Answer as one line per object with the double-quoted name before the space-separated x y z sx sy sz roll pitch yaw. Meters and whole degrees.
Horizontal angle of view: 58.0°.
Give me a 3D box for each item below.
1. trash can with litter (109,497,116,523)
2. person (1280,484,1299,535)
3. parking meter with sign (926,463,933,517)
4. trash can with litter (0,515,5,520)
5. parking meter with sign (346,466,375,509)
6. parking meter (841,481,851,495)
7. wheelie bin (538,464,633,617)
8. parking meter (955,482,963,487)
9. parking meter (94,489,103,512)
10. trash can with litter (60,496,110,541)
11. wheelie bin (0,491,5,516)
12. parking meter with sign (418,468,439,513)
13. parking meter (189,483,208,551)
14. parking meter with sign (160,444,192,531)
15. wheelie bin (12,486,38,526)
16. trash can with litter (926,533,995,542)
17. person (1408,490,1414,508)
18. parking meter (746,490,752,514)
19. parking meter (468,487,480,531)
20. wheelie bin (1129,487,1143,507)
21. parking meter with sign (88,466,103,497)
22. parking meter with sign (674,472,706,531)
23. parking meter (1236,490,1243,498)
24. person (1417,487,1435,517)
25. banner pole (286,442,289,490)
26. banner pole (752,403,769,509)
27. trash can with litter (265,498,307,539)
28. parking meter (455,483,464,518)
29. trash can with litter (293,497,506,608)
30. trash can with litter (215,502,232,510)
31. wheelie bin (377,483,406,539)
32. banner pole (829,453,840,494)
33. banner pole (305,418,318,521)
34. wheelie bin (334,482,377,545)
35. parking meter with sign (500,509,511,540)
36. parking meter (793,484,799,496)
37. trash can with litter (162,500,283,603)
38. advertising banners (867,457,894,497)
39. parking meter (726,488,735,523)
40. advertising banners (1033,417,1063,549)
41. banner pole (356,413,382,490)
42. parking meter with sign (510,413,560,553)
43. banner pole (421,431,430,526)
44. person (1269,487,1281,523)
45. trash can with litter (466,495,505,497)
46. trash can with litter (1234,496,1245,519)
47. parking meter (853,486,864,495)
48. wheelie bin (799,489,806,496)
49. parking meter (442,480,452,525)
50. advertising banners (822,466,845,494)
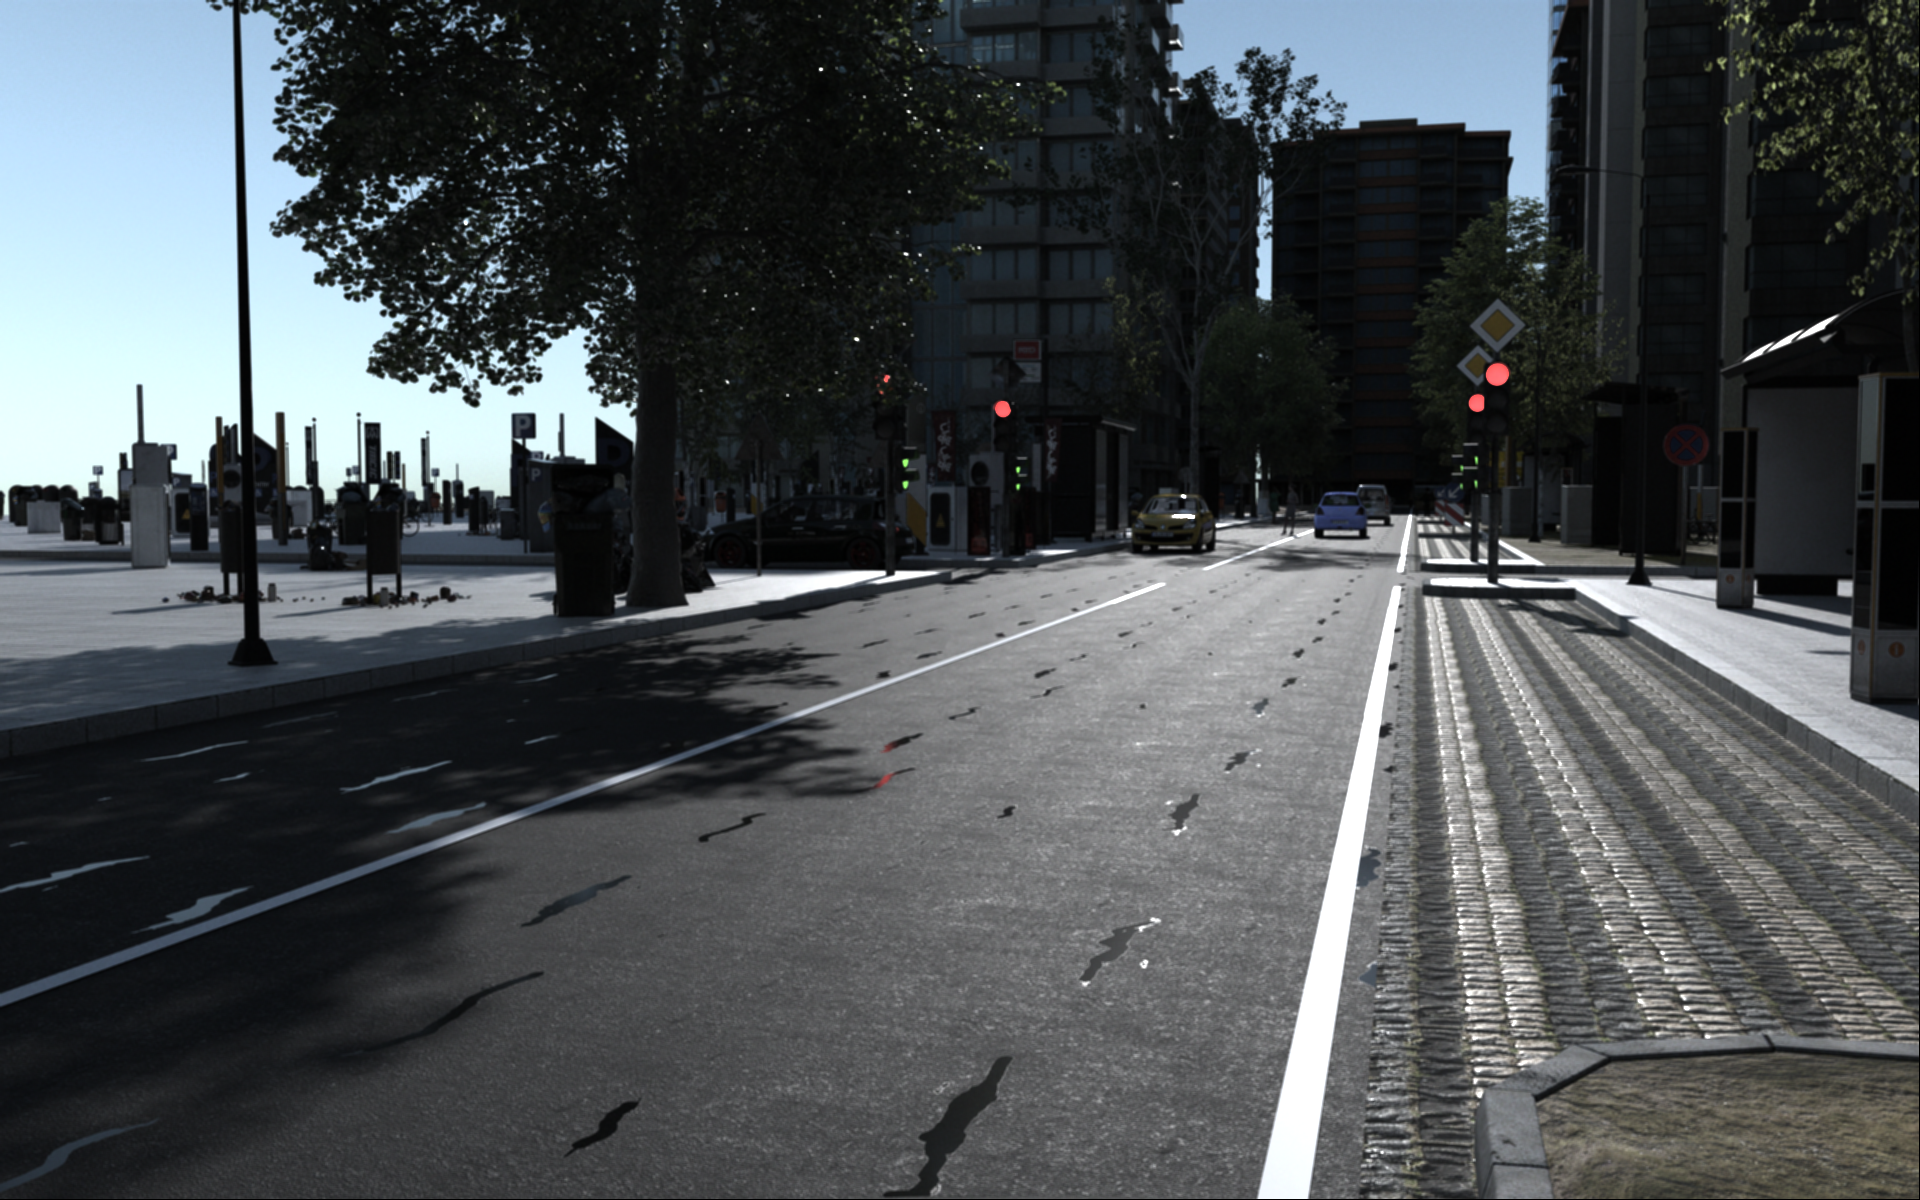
"trash can with litter" -37.472 -3.979 76.446 0.624 1.170 1.055 -2 4 -35
"person" 11.450 -3.138 60.147 0.374 1.781 0.599 -2 4 -34
"parking meter with sign" -1.850 -6.189 97.450 0.543 3.016 1.738 -1 4 -16
"trash can with litter" -47.821 -4.540 85.612 1.055 1.170 0.624 0 4 -3
"parking meter with sign" -39.979 -7.299 115.602 1.738 3.016 0.543 0 4 7
"parking meter" -5.066 -4.346 76.771 0.399 1.863 0.255 1 4 10
"wheelie bin" -3.939 -0.633 18.254 0.980 1.594 0.693 -1 4 -13
"parking meter" -0.059 -5.004 87.521 0.399 1.863 0.255 3 5 41
"parking meter" -40.531 -4.469 81.474 0.372 1.533 0.369 0 3 0
"trash can with litter" -24.190 -2.221 47.694 1.055 1.170 0.624 0 4 5
"wheelie bin" -55.620 -5.636 100.048 0.693 1.594 0.980 0 4 -1
"parking meter with sign" -35.954 -7.392 117.118 0.543 3.016 1.738 1 4 18
"parking meter" -17.255 -1.886 39.255 0.372 1.533 0.369 0 3 0
"parking meter with sign" -27.534 -3.980 61.342 0.543 3.016 1.738 0 4 6
"wheelie bin" -37.356 -3.755 69.303 0.693 1.594 0.980 1 4 16
"trash can with litter" 0.181 -2.158 46.345 2.233 1.210 1.678 -1 4 -23
"person" 46.448 -10.376 178.244 0.705 1.812 1.348 3 5 41
"parking meter" -13.472 -6.251 110.619 0.372 1.533 0.369 0 3 0
"parking meter" -16.818 -3.152 59.948 0.372 1.533 0.369 0 3 0
"wheelie bin" 7.280 -3.998 73.282 0.980 1.594 0.693 2 4 24
"parking meter with sign" -53.364 -6.754 106.692 0.543 3.016 1.738 0 4 -8
"parking meter with sign" -9.582 -3.894 59.922 1.738 3.016 0.543 2 4 27
"parking meter" 15.935 -5.523 98.704 0.372 1.533 0.369 0 3 0
"person" 29.406 -6.175 109.089 1.348 1.869 0.705 -1 4 -18
"banner pole" -32.646 -5.732 83.739 0.401 3.779 0.863 1 4 19
"banner pole" -5.468 -3.532 47.765 0.401 3.779 0.863 2 4 34
"trash can with litter" -19.179 -2.319 49.302 0.624 1.170 1.055 2 4 29
"parking meter" -27.207 -5.409 94.151 0.255 1.863 0.399 3 5 42
"trash can with litter" -6.500 -0.584 20.599 1.678 1.210 2.233 1 4 22
"trash can with litter" -22.362 -2.574 53.478 1.055 1.170 0.624 -3 5 -45
"wheelie bin" -16.063 -2.506 48.883 0.693 1.594 0.980 1 4 18
"banner pole" -6.595 -6.230 91.882 0.863 3.779 0.401 2 4 31
"banner pole" -21.157 -4.069 56.549 0.401 3.779 0.863 0 4 7
"wheelie bin" -15.371 -2.191 43.732 0.980 1.594 0.693 3 5 44
"parking meter with sign" -12.000 -3.198 48.548 1.738 3.016 0.543 0 4 -6
"parking meter" -9.524 -5.772 100.085 0.399 1.863 0.255 3 5 44
"trash can with litter" -8.891 -0.615 21.116 1.678 1.210 2.233 -3 5 -41
"advertising banners" -3.793 -5.270 82.357 0.090 3.025 2.074 3 4 36
"parking meter" -9.498 -3.875 71.768 0.372 1.533 0.369 0 3 0
"advertising banners" 1.546 -2.690 40.173 2.074 3.025 0.090 3 5 41
"banner pole" -18.241 -3.874 53.350 0.863 3.779 0.401 -1 4 -22
"parking meter with sign" -9.135 -2.564 38.190 0.543 3.016 1.738 1 4 19
"banner pole" -21.081 -4.793 68.385 0.401 3.779 0.863 0 4 7
"person" 15.329 -4.633 84.499 0.600 1.795 0.529 1 4 23
"trash can with litter" -14.848 -2.629 54.035 1.678 1.210 2.233 -2 4 -29
"trash can with litter" 14.494 -4.829 90.347 0.624 1.170 1.055 0 4 -7
"parking meter" -3.309 -2.946 56.572 0.372 1.533 0.369 0 3 0
"wheelie bin" -9.379 -5.723 101.486 0.980 1.594 0.693 -2 4 -31
"parking meter" -21.595 -4.112 72.938 0.255 1.863 0.399 0 4 4
"advertising banners" -8.166 -6.896 108.935 2.074 3.025 0.090 -2 4 -26
